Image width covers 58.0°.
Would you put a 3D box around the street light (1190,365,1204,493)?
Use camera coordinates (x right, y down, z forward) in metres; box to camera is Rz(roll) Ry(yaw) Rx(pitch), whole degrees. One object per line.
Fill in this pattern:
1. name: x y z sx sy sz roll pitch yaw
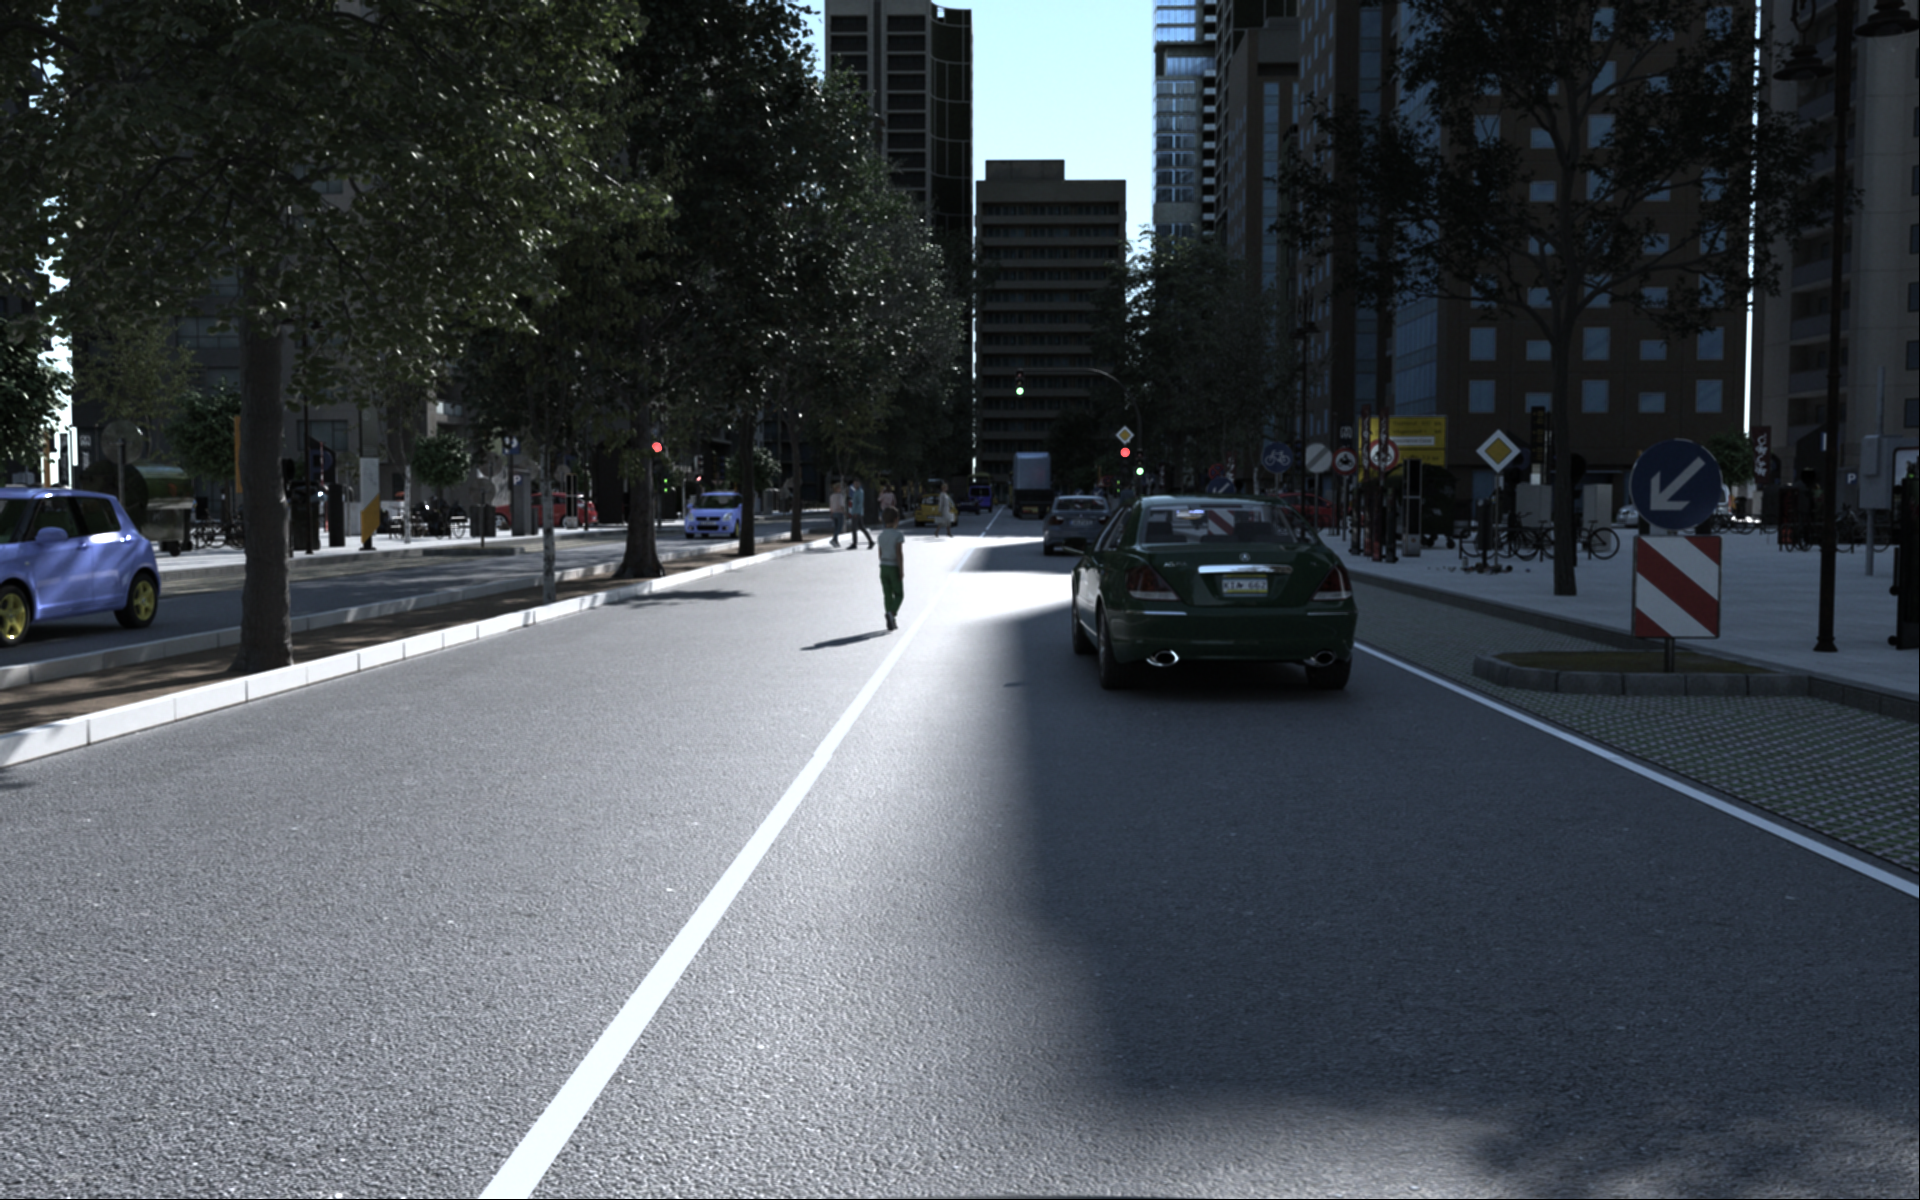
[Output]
1. street light: 8.568 -5.480 62.381 0.468 5.910 1.993 0 4 2

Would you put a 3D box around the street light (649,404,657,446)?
1. street light: -12.802 -6.054 71.765 0.468 5.910 1.993 0 4 2

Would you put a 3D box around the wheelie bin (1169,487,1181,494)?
1. wheelie bin: 9.936 -4.414 80.084 0.980 1.594 0.693 0 4 -6

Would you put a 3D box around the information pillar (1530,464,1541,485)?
1. information pillar: 23.288 -4.819 70.145 0.504 3.616 0.183 -2 4 -26

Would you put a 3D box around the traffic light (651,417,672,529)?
1. traffic light: -11.019 -4.560 63.479 0.839 4.253 0.868 0 4 2

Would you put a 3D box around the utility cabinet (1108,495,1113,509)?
1. utility cabinet: 11.326 -7.496 133.721 1.020 1.237 0.306 1 4 14

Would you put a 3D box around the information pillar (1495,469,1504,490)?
1. information pillar: 24.853 -5.403 79.694 0.183 3.616 0.504 -3 5 -42

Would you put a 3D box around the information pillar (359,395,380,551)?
1. information pillar: -13.479 -2.944 39.494 0.183 3.616 0.504 2 4 30

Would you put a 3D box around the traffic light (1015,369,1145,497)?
1. traffic light: 4.391 -5.396 62.890 4.771 5.953 1.251 0 4 2

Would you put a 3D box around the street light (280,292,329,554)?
1. street light: -13.884 -3.914 36.780 0.468 5.910 1.993 0 4 2

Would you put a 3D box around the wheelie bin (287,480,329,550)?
1. wheelie bin: -14.960 -1.941 39.637 0.980 1.594 0.693 -1 4 -23

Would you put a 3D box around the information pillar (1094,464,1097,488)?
1. information pillar: 10.761 -8.905 136.953 0.183 3.616 0.504 2 4 29

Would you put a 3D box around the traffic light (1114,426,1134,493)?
1. traffic light: 6.726 -5.017 70.950 0.839 4.253 0.868 0 4 2

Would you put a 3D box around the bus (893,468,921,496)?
1. bus: -5.193 -10.148 157.468 2.896 3.916 12.252 0 4 3

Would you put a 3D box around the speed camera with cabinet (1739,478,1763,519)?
1. speed camera with cabinet: 41.427 -5.854 90.056 0.660 3.252 2.038 -1 4 -14

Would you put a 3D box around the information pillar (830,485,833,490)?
1. information pillar: -10.548 -8.449 142.627 0.304 2.012 0.304 -2 4 -28

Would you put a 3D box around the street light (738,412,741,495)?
1. street light: -12.170 -7.537 96.025 0.468 5.910 1.993 0 4 2

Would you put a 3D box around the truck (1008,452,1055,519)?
1. truck: 4.628 -7.084 105.587 2.967 4.110 18.799 0 4 0

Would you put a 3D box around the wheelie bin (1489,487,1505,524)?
1. wheelie bin: 22.868 -4.012 73.497 0.693 1.594 0.980 2 4 32

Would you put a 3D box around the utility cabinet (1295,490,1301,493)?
1. utility cabinet: 18.267 -5.158 93.016 0.318 1.500 1.173 2 4 24

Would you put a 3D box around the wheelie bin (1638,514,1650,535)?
1. wheelie bin: 20.775 -2.711 52.239 0.693 1.594 0.980 2 4 30

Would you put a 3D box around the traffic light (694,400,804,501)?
1. traffic light: -8.684 -5.918 71.433 4.771 5.953 1.251 0 4 2

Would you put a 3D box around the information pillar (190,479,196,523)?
1. information pillar: -33.811 -4.381 76.122 0.304 2.012 0.304 0 4 -7

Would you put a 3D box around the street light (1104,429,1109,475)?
1. street light: 10.294 -9.063 120.962 0.468 5.910 1.993 0 4 2

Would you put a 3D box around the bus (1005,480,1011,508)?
1. bus: 6.240 -11.395 181.165 2.948 3.499 13.247 0 4 0

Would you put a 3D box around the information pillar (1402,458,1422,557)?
1. information pillar: 9.250 -1.894 35.455 0.304 2.012 0.304 0 4 -4

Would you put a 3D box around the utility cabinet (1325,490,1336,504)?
1. utility cabinet: 22.676 -5.874 104.718 1.173 1.500 0.318 2 4 31

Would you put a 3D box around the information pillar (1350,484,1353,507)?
1. information pillar: 20.395 -6.011 89.640 0.504 3.616 0.183 -1 4 -17

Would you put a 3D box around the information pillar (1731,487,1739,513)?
1. information pillar: 50.545 -6.633 112.942 0.304 2.012 0.304 -1 4 -11

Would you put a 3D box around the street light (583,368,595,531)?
1. street light: -13.158 -5.382 60.790 0.468 5.910 1.993 0 4 2

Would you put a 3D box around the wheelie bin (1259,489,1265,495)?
1. wheelie bin: 20.393 -6.555 115.081 0.693 1.594 0.980 -3 4 -37

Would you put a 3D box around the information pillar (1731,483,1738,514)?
1. information pillar: 49.650 -7.322 111.076 0.504 3.616 0.183 0 4 -4

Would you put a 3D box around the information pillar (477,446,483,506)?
1. information pillar: -15.555 -3.961 56.120 0.183 3.616 0.504 0 4 -5

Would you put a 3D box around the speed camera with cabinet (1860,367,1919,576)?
1. speed camera with cabinet: 14.562 -1.958 26.347 0.660 3.252 2.038 0 4 -5

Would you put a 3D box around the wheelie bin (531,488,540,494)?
1. wheelie bin: -20.884 -4.695 84.676 0.693 1.594 0.980 -2 4 -27

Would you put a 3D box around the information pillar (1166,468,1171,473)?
1. information pillar: 15.201 -8.305 127.144 0.504 3.616 0.183 -1 4 -14

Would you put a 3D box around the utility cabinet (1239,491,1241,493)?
1. utility cabinet: 16.085 -5.629 100.715 0.318 1.500 1.173 1 4 20

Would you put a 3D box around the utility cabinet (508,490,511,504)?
1. utility cabinet: -25.956 -5.692 101.745 0.318 1.500 1.173 3 5 40

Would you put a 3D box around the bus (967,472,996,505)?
1. bus: 2.379 -12.518 196.220 2.896 3.916 12.252 0 4 3

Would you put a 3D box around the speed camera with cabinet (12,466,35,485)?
1. speed camera with cabinet: -39.629 -4.886 74.218 0.660 3.252 2.038 1 4 11

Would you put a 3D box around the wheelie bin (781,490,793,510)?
1. wheelie bin: -13.653 -7.875 136.666 0.980 1.594 0.693 -1 4 -19

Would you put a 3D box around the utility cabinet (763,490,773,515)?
1. utility cabinet: -11.670 -5.900 105.143 0.318 1.500 1.173 1 4 9

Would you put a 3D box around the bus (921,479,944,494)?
1. bus: -3.205 -12.995 207.333 2.948 3.499 13.247 0 4 0

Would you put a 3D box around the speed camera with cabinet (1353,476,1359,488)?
1. speed camera with cabinet: 19.361 -5.295 80.902 0.660 3.252 2.038 -3 5 -41

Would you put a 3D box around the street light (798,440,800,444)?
1. street light: -11.355 -9.012 120.130 0.468 5.910 1.993 0 4 2

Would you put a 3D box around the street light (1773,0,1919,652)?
1. street light: 7.065 -2.518 13.959 0.468 5.910 1.993 0 4 2

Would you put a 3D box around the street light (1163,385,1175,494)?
1. street light: 8.833 -6.148 73.308 0.468 5.910 1.993 0 4 2

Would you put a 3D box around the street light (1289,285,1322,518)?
1. street light: 7.662 -4.023 38.559 0.468 5.910 1.993 0 4 2

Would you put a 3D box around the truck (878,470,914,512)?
1. truck: -5.132 -8.812 140.003 3.469 3.379 9.791 0 4 1

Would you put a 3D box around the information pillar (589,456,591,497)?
1. information pillar: -22.513 -6.979 105.460 0.183 3.616 0.504 0 4 -4

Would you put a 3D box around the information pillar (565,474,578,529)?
1. information pillar: -14.164 -3.589 63.170 0.304 2.012 0.304 2 4 23

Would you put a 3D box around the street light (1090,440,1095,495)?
1. street light: 11.025 -10.520 144.789 0.468 5.910 1.993 0 4 2

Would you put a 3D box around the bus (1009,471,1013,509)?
1. bus: 6.062 -10.652 165.705 2.896 3.916 12.252 0 4 3

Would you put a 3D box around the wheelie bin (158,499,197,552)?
1. wheelie bin: -17.688 -1.894 38.872 0.980 1.594 0.693 -3 4 -38
